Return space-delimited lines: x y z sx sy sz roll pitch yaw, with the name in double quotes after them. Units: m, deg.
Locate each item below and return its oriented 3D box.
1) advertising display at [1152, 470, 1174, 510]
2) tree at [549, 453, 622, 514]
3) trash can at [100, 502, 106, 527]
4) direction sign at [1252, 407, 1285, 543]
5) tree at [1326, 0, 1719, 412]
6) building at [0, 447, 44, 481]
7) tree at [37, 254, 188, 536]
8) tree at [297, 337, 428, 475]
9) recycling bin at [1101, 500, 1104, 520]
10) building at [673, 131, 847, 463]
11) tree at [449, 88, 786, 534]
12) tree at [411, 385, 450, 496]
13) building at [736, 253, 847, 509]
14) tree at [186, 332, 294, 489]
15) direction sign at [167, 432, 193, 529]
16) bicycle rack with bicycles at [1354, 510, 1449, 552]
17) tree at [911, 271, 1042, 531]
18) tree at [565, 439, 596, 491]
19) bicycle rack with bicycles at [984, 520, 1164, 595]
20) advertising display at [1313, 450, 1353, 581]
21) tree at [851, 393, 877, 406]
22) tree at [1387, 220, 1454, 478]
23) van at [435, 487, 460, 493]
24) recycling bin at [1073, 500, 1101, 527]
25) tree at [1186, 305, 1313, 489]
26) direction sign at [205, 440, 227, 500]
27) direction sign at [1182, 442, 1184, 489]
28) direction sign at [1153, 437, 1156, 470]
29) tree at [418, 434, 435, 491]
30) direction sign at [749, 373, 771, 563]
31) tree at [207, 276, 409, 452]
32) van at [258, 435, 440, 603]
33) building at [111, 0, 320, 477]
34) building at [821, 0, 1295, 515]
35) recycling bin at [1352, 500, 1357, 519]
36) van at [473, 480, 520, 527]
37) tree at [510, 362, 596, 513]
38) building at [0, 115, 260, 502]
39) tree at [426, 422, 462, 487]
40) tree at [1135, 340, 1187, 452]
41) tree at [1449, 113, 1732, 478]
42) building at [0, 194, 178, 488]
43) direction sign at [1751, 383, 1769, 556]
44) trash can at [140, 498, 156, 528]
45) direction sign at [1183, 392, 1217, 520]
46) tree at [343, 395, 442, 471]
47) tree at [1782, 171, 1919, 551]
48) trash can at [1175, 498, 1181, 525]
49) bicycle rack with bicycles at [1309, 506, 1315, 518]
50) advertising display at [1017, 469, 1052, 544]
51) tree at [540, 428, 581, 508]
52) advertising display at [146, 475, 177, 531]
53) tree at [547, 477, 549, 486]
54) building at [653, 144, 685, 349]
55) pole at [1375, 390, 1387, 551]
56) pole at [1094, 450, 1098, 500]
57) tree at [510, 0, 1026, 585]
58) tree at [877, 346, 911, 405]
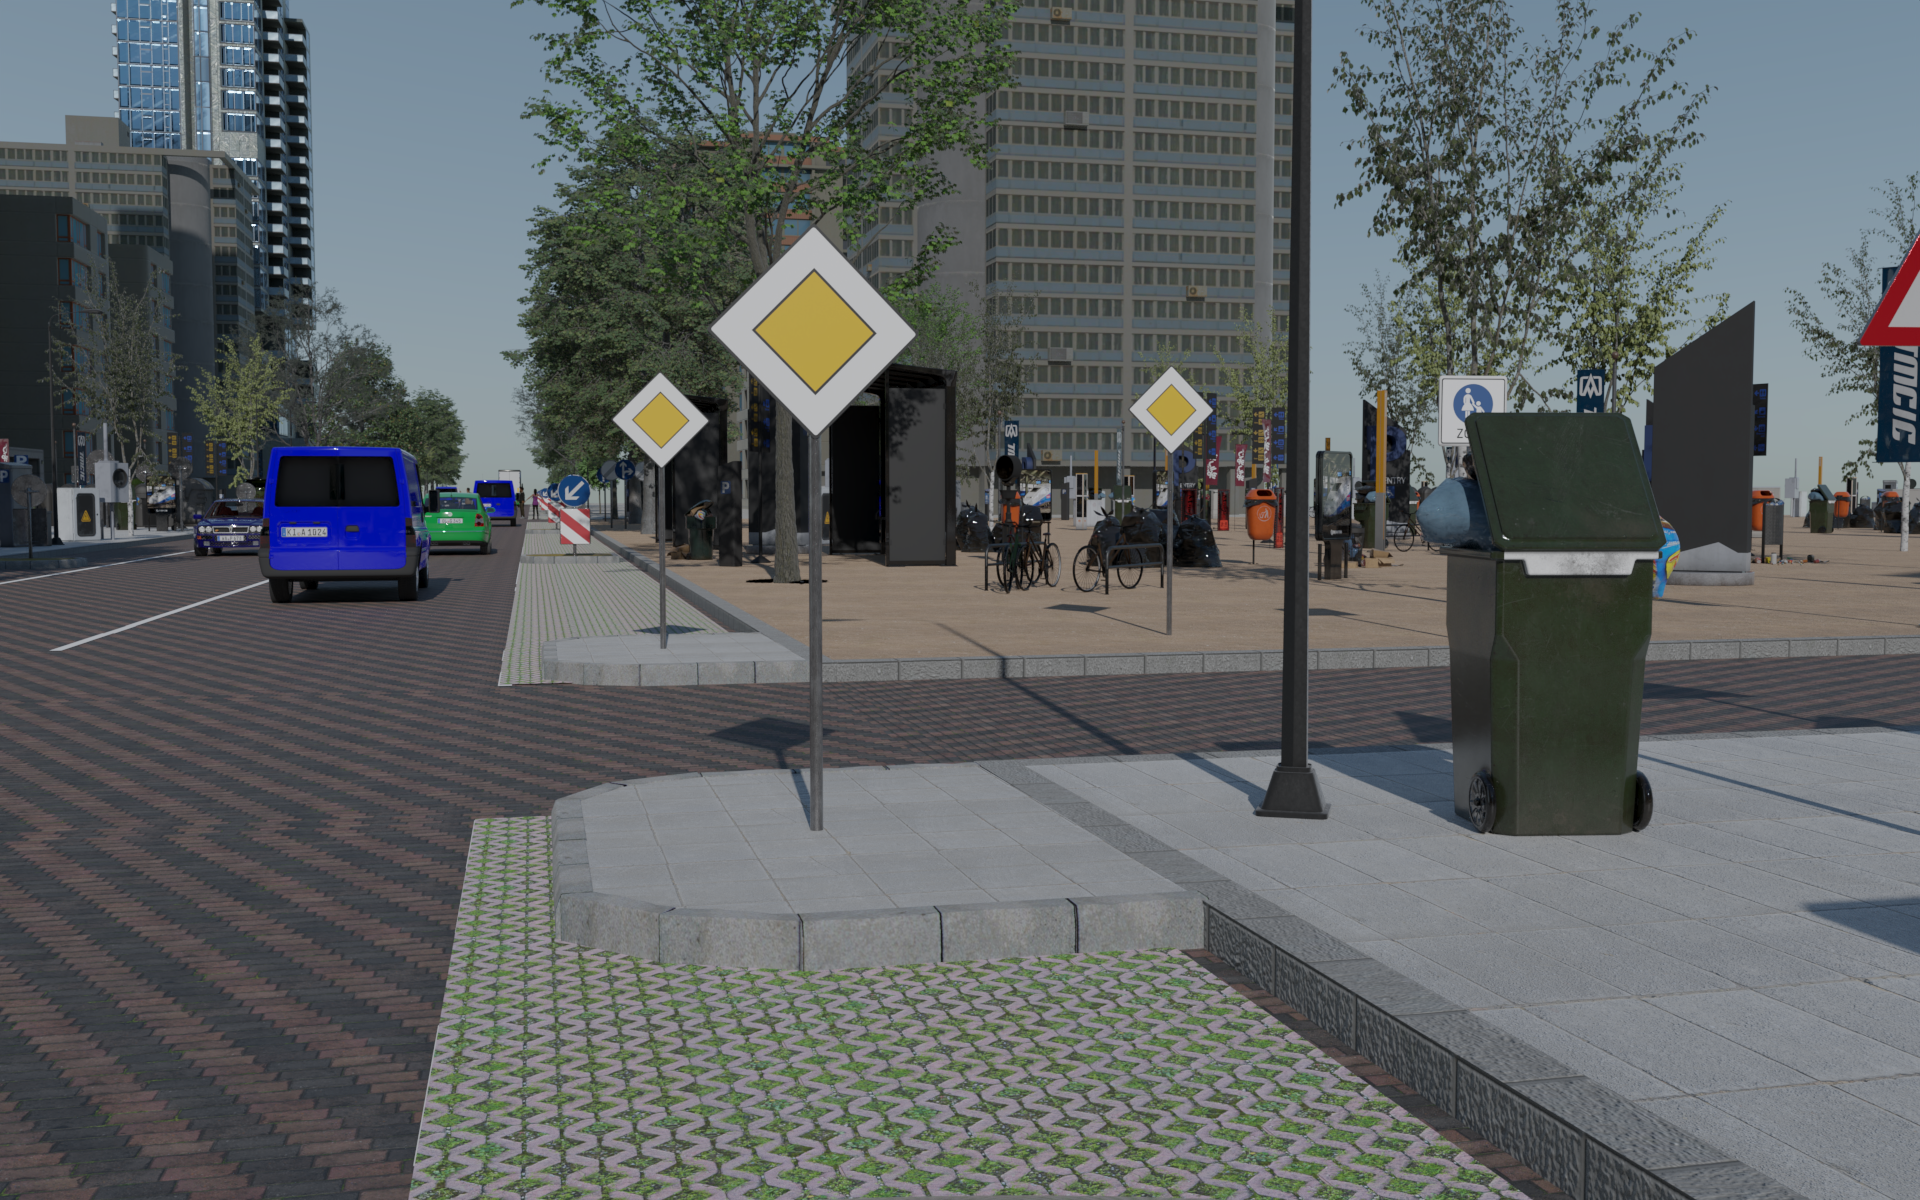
5.488 -2.542 46.771 0.123 1.923 0.974 3 4 37 "advertising display"
-22.871 -7.739 110.250 4.285 4.588 4.351 0 3 0 "tree"
-33.559 -3.409 67.393 0.748 1.137 0.748 0 3 0 "trash can"
8.045 -3.254 45.208 0.876 3.537 0.379 -1 4 -9 "direction sign"
5.930 -4.241 19.704 4.360 8.622 3.978 0 3 0 "tree"
-59.461 -39.673 86.909 20.563 71.187 20.611 -1 4 -14 "building"
-25.524 -6.265 52.795 4.360 8.622 3.978 0 3 0 "tree"
-43.188 -12.727 125.100 9.611 12.733 9.660 0 3 0 "tree"
5.792 -3.754 73.935 0.722 1.027 0.722 0 4 3 "recycling bin"
-23.545 -34.169 213.293 22.147 44.769 28.867 -1 4 -14 "building"
-10.018 -9.087 55.234 9.857 13.997 8.962 0 3 0 "tree"
-63.153 -18.233 204.770 9.857 13.997 8.962 0 3 0 "tree"
-2.652 -18.078 140.619 27.650 21.520 28.899 -1 4 -14 "building"
-32.308 -7.813 78.112 4.737 8.622 4.395 0 3 0 "tree"
-28.731 -4.396 63.864 0.876 3.537 0.379 -3 5 -42 "direction sign"
10.740 -1.513 38.112 2.925 0.926 2.852 -3 4 -38 "bicycle rack with bicycles"
0.954 -6.556 57.556 4.360 8.622 3.978 0 3 0 "tree"
-33.307 -12.391 152.954 4.360 8.622 3.978 0 3 0 "tree"
1.357 -0.601 23.201 2.852 0.926 2.925 2 4 31 "bicycle rack with bicycles"
5.609 -1.271 25.995 0.123 1.923 0.974 3 5 39 "advertising display"
-4.341 -7.712 76.445 4.360 8.622 3.978 0 3 0 "tree"
12.522 -5.710 43.714 4.737 8.622 4.395 0 3 0 "tree"
-41.193 -8.240 139.116 2.240 2.365 5.245 -1 4 -13 "van"
4.931 -3.397 68.087 0.722 1.027 0.722 -2 4 -28 "recycling bin"
11.721 -7.109 66.589 4.737 8.622 4.395 0 3 0 "tree"
-31.373 -4.960 73.092 0.379 3.537 0.876 3 5 43 "direction sign"
7.368 -3.994 57.293 0.379 3.537 0.876 1 4 10 "direction sign"
7.419 -4.530 66.061 0.379 3.537 0.876 0 4 2 "direction sign"
-54.966 -13.637 173.329 4.737 8.622 4.395 0 3 0 "tree"
-3.716 -2.458 32.191 0.379 3.537 0.876 1 4 18 "direction sign"
-36.376 -11.432 97.281 12.009 13.543 11.850 0 3 0 "tree"
-8.605 -1.236 24.593 2.240 2.365 5.245 -1 4 -15 "van"
-89.526 -54.851 209.485 22.319 86.520 31.000 -1 4 -14 "building"
5.639 -25.873 114.901 32.217 40.220 23.993 -1 4 -14 "building"
16.310 -3.608 71.542 0.722 1.027 0.722 -1 4 -10 "recycling bin"
-20.813 -4.466 77.410 2.240 2.365 5.245 -1 4 -15 "van"
-26.120 -12.768 119.122 12.009 13.543 11.850 0 3 0 "tree"
-88.482 -30.031 182.889 32.217 40.220 23.993 -1 4 -14 "building"
-72.596 -19.614 238.817 7.486 12.596 7.792 0 3 0 "tree"
10.206 -8.082 82.499 4.737 8.622 4.395 0 3 0 "tree"
13.027 -5.153 34.620 4.737 8.622 4.395 0 3 0 "tree"
-68.395 -16.308 111.682 27.650 21.520 28.899 -1 4 -14 "building"
16.267 -2.679 35.794 0.379 3.537 0.876 -2 4 -28 "direction sign"
-30.748 -3.313 65.818 0.748 1.137 0.748 0 3 0 "trash can"
5.459 -2.854 38.666 0.379 3.537 0.876 3 5 42 "direction sign"
-51.529 -13.664 157.814 7.601 10.594 8.767 1 4 13 "tree"
21.083 -5.411 38.838 4.360 8.622 3.978 0 3 0 "tree"
7.600 -2.889 58.881 0.748 1.137 0.748 0 3 0 "trash can"
19.616 -4.801 91.878 2.852 0.926 2.925 -3 5 -40 "bicycle rack with bicycles"
1.902 -2.386 44.231 0.974 1.923 0.123 -2 4 -28 "advertising display"
-31.458 -12.838 144.318 7.601 10.594 8.767 1 4 11 "tree"
-27.525 -3.333 59.716 0.974 1.923 0.123 -1 4 -10 "advertising display"
-45.671 -13.136 198.484 4.285 4.588 4.351 0 3 0 "tree"
-30.784 -37.536 237.414 21.300 48.544 21.600 -1 4 -14 "building"
8.298 -2.465 34.138 0.158 3.312 0.155 0 3 0 "pole"
6.374 -5.330 80.985 0.158 3.312 0.155 0 3 0 "pole"
-2.652 -6.055 24.752 9.928 11.665 9.643 0 3 0 "tree"
-0.830 -7.301 69.741 4.360 8.622 3.978 0 3 0 "tree"
